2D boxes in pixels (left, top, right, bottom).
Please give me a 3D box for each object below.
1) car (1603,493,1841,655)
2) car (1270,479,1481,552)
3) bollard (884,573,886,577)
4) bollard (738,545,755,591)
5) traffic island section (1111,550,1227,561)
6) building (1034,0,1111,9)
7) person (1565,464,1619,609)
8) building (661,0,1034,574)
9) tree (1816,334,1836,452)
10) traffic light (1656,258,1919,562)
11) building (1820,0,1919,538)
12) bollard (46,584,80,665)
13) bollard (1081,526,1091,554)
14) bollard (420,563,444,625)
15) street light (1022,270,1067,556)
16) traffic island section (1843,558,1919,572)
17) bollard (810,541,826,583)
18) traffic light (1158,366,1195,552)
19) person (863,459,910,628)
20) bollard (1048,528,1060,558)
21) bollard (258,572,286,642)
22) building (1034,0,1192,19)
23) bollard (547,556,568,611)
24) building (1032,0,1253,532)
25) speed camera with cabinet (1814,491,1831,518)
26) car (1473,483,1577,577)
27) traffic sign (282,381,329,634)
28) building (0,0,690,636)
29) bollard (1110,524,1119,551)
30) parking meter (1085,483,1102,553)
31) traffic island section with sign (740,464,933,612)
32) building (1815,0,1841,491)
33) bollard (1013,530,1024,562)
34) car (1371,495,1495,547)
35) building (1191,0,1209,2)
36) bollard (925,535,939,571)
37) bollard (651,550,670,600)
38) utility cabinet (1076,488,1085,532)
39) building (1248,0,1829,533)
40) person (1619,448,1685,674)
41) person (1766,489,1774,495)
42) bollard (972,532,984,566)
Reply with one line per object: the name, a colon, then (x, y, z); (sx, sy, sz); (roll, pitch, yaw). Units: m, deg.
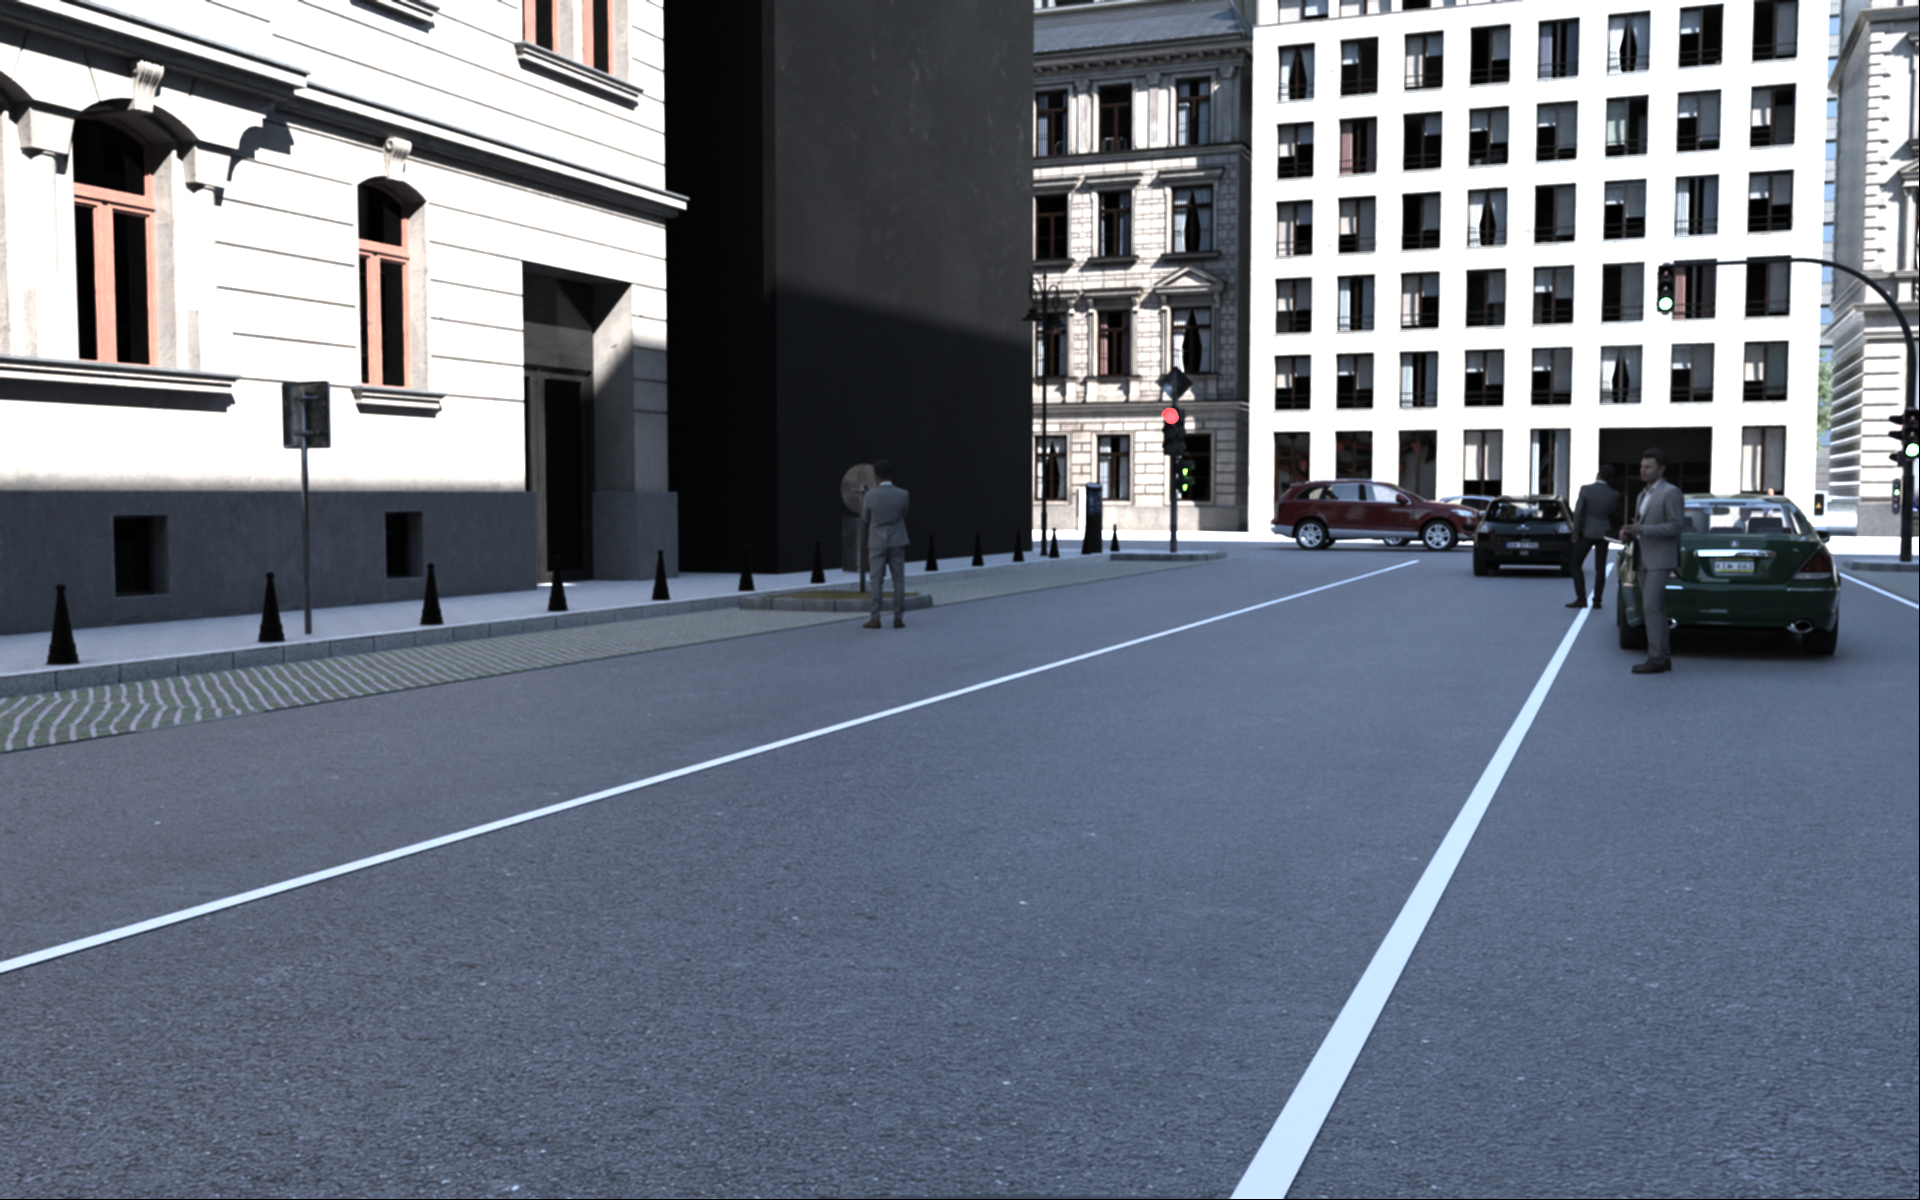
car: (7.468, -0.323, 17.080); (2.131, 1.459, 4.920); (1, 4, 20)
car: (10.662, -2.186, 44.418); (5.304, 1.827, 2.281); (1, 4, 21)
bollard: (-1.257, -0.669, 26.987); (0.229, 0.601, 0.229); (0, 3, 0)
bollard: (-2.839, -0.426, 23.013); (0.229, 0.601, 0.229); (0, 3, 0)
traffic island section: (4.680, -0.970, 38.141); (2.009, 0.180, 2.903); (1, 4, 22)
building: (16.677, -48.728, 234.956); (20.611, 71.187, 20.563); (1, 4, 22)
person: (7.946, -0.800, 21.764); (0.592, 1.802, 0.473); (1, 4, 12)
building: (-7.983, -12.595, 35.612); (15.834, 23.373, 12.332); (1, 4, 22)
tree: (55.940, -13.018, 119.493); (9.857, 13.997, 8.962); (0, 3, 0)
traffic light: (15.948, -3.592, 33.401); (4.771, 5.953, 1.251); (1, 4, 22)
building: (36.878, -13.621, 51.575); (19.941, 23.489, 11.050); (1, 4, 22)
bollard: (-6.794, 0.180, 13.100); (0.229, 0.601, 0.229); (0, 3, 0)
bollard: (2.689, -1.275, 36.888); (0.229, 0.601, 0.229); (0, 3, 0)
bollard: (-5.211, -0.063, 17.068); (0.229, 0.601, 0.229); (0, 3, 0)
street light: (1.749, -3.858, 35.870); (0.468, 5.910, 1.993); (1, 4, 22)
traffic island section: (17.958, -0.647, 32.864); (2.009, 0.180, 2.903); (1, 4, 22)
bollard: (-2.051, -0.548, 25.002); (0.229, 0.601, 0.229); (0, 3, 0)
traffic light: (4.714, -3.001, 37.992); (0.839, 4.253, 0.868); (1, 4, 22)
person: (-0.810, -0.609, 18.640); (0.511, 1.800, 0.466); (-2, 4, -27)
bollard: (1.899, -1.154, 34.913); (0.229, 0.601, 0.229); (0, 3, 0)
bollard: (-6.003, 0.059, 15.084); (0.229, 0.601, 0.229); (0, 3, 0)
building: (15.719, -36.615, 187.899); (27.495, 52.752, 28.713); (1, 4, 22)
bollard: (-4.427, -0.184, 19.045); (0.229, 0.601, 0.229); (0, 3, 0)
building: (2.730, -12.297, 65.690); (19.286, 19.102, 10.561); (1, 4, 22)
speed camera with cabinet: (46.432, -5.986, 92.207); (0.660, 3.252, 2.038); (-2, 4, -32)
car: (10.356, -1.325, 31.455); (2.009, 1.686, 4.222); (1, 4, 22)
traffic sign: (-5.972, -0.837, 15.811); (0.606, 2.300, 0.079); (2, 4, 29)
building: (-14.202, -14.084, 17.662); (14.401, 28.519, 23.554); (1, 4, 22)
bollard: (3.475, -1.396, 38.865); (0.229, 0.601, 0.229); (0, 3, 0)
parking meter: (2.927, -1.803, 37.886); (0.372, 1.533, 0.369); (0, 3, 0)
traffic island section with sign: (-1.438, -0.809, 21.861); (1.989, 1.847, 2.006); (1, 4, 22)
building: (75.069, -36.422, 137.502); (21.231, 58.520, 28.212); (1, 4, 22)
bollard: (1.113, -1.033, 32.936); (0.229, 0.601, 0.229); (0, 3, 0)
car: (13.473, -2.155, 47.243); (4.499, 1.417, 2.014); (1, 4, 22)
building: (29.653, -31.314, 135.685); (21.300, 48.544, 21.600); (1, 4, 22)
bollard: (-0.473, -0.790, 28.964); (0.229, 0.601, 0.229); (0, 3, 0)
bollard: (-3.633, -0.305, 21.025); (0.229, 0.601, 0.229); (0, 3, 0)
utility cabinet: (4.130, -3.069, 58.863); (0.318, 1.500, 1.173); (0, 4, -1)
building: (19.243, -12.448, 58.282); (16.860, 20.320, 10.420); (1, 4, 22)
person: (5.534, -0.324, 14.000); (0.583, 1.804, 0.606); (-1, 4, -13)
person: (21.751, -2.201, 46.556); (0.319, 1.574, 0.516); (2, 4, 33)
bollard: (0.320, -0.911, 30.944); (0.229, 0.601, 0.229); (0, 3, 0)
